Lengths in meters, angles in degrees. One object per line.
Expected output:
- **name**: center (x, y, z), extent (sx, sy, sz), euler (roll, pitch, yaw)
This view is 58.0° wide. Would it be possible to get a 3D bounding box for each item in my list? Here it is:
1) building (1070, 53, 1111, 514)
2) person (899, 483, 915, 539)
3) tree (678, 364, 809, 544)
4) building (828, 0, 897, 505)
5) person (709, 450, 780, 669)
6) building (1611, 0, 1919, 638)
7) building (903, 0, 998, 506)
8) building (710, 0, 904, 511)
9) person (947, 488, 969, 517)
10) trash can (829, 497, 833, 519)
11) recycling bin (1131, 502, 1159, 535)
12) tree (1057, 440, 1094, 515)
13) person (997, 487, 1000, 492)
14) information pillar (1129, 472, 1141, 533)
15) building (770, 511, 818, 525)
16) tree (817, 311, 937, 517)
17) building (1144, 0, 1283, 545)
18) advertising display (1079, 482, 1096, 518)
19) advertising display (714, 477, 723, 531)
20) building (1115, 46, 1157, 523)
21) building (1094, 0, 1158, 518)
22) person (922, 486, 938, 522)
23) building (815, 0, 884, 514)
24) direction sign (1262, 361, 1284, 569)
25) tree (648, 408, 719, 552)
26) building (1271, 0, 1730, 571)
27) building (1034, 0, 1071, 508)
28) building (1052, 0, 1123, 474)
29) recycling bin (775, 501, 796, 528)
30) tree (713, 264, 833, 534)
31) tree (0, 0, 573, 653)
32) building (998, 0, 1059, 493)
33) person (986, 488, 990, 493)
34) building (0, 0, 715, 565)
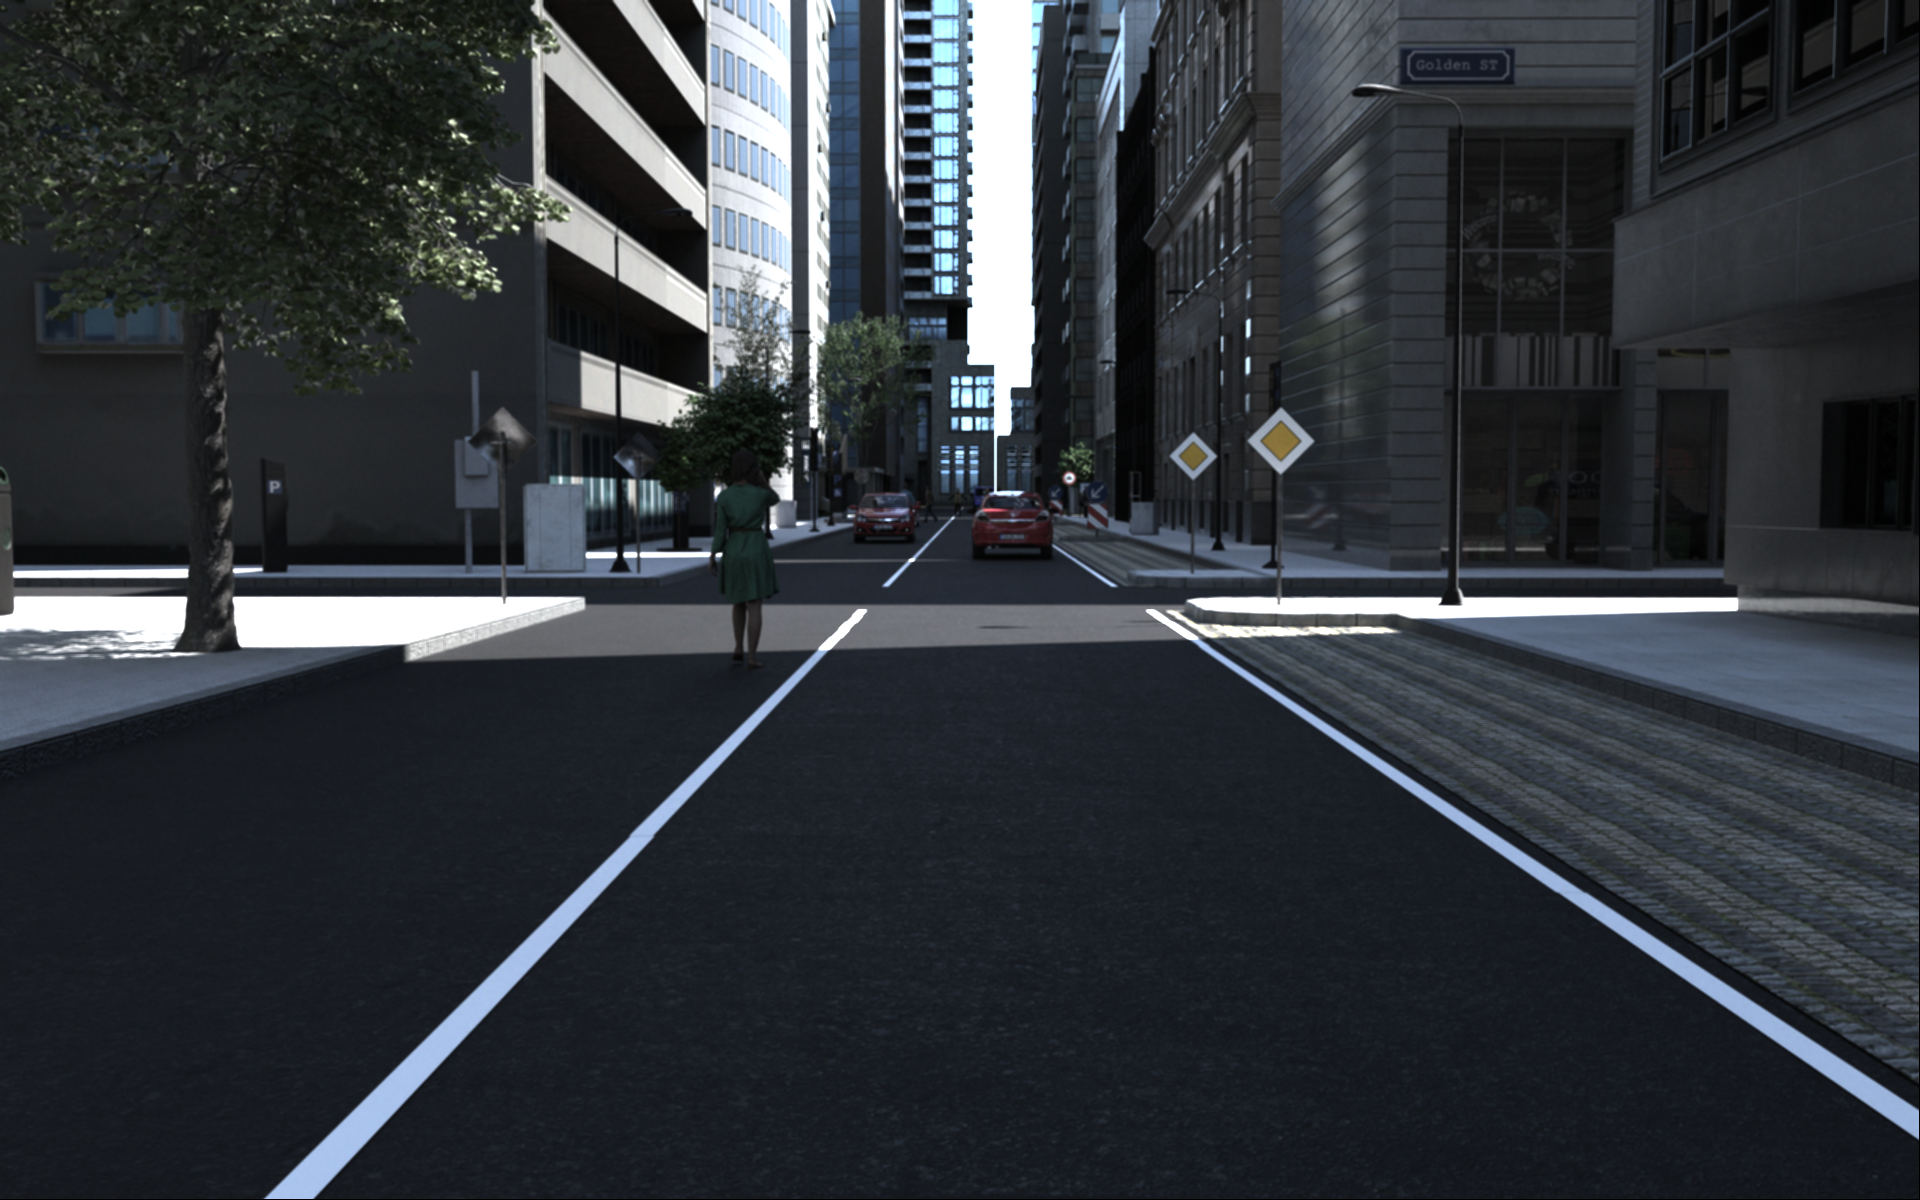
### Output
- **building**: center (14.417, -21.138, 117.313), extent (14.160, 30.474, 14.107), euler (0, 4, 1)
- **person**: center (-1.723, -2.822, 54.988), extent (0.601, 1.785, 0.444), euler (0, 4, 2)
- **tree**: center (-5.511, -3.678, 43.854), extent (4.285, 4.588, 4.351), euler (0, 3, 0)
- **building**: center (-13.105, -30.452, 148.002), extent (14.600, 45.320, 14.200), euler (0, 4, 1)
- **person**: center (-1.786, -0.344, 14.366), extent (0.600, 1.795, 0.529), euler (0, 4, -7)
- **building**: center (13.749, -11.275, 3.415), extent (14.314, 24.678, 30.058), euler (0, 4, 1)
- **building**: center (-11.558, -54.089, 197.029), extent (31.000, 86.520, 22.319), euler (0, 4, 1)
- **building**: center (-19.584, -38.211, 166.745), extent (28.212, 58.520, 21.231), euler (0, 4, 1)
- **person**: center (-0.136, -6.185, 109.722), extent (1.348, 1.812, 0.705), euler (0, 4, -3)
- **trash can**: center (-6.472, -4.793, 90.013), extent (0.748, 1.137, 0.748), euler (0, 3, 0)
- **recycling bin**: center (5.830, -2.566, 54.506), extent (0.722, 1.027, 0.722), euler (1, 4, 23)
- **tree**: center (7.449, -7.505, 106.416), extent (4.285, 4.588, 4.351), euler (0, 3, 0)
- **person**: center (2.226, -5.691, 101.539), extent (0.794, 1.824, 0.713), euler (2, 4, 25)
- **information pillar**: center (5.796, -3.231, 57.321), extent (0.304, 2.012, 0.304), euler (-1, 4, -9)
- **building**: center (-17.885, -32.466, 72.824), extent (21.231, 58.520, 28.212), euler (0, 4, 1)
- **tree**: center (-5.400, -10.457, 96.732), extent (9.928, 11.665, 9.643), euler (0, 3, 0)
- **building**: center (13.051, -15.743, 54.658), extent (12.463, 27.353, 25.104), euler (0, 4, 1)
- **advertising display**: center (6.917, -5.437, 94.103), extent (0.974, 1.923, 0.123), euler (-1, 4, -16)
- **advertising display**: center (-8.420, -3.273, 58.722), extent (0.123, 1.923, 0.974), euler (2, 4, 35)
- **building**: center (13.565, -15.017, 75.205), extent (12.332, 23.373, 15.834), euler (0, 4, 1)
- **building**: center (13.926, -16.819, 93.009), extent (12.078, 24.808, 19.932), euler (0, 4, 1)
- **person**: center (-1.546, -4.871, 88.044), extent (0.836, 1.842, 0.656), euler (0, 4, -2)
- **building**: center (-21.471, -25.879, 115.000), extent (32.217, 40.220, 23.993), euler (0, 4, 1)
- **direction sign**: center (5.419, -2.317, 29.875), extent (0.379, 3.537, 0.876), euler (0, 4, -1)
- **tree**: center (-6.294, -2.708, 38.883), extent (1.663, 3.219, 1.824), euler (0, 3, 0)
- **building**: center (21.940, -15.640, 33.200), extent (29.804, 29.767, 11.434), euler (0, 4, 1)
- **building**: center (18.207, -33.203, 166.575), extent (21.300, 48.544, 21.600), euler (0, 4, 1)
- **building**: center (19.792, -31.815, 139.791), extent (23.786, 49.044, 30.456), euler (0, 4, 1)
- **recycling bin**: center (-6.630, -3.263, 65.910), extent (0.722, 1.027, 0.722), euler (-1, 4, -13)
- **tree**: center (-6.206, -6.418, 55.304), extent (4.360, 8.622, 3.978), euler (0, 3, 0)
- **tree**: center (-6.386, -5.876, 14.194), extent (7.486, 12.596, 7.792), euler (0, 3, 0)
- **building**: center (19.638, -54.036, 196.166), extent (31.000, 86.520, 22.319), euler (0, 4, 1)
- **person**: center (1.755, -5.563, 99.679), extent (0.699, 1.804, 1.509), euler (1, 4, 23)
- **building**: center (-18.126, -25.479, 40.284), extent (21.300, 48.544, 21.600), euler (0, 4, 1)
